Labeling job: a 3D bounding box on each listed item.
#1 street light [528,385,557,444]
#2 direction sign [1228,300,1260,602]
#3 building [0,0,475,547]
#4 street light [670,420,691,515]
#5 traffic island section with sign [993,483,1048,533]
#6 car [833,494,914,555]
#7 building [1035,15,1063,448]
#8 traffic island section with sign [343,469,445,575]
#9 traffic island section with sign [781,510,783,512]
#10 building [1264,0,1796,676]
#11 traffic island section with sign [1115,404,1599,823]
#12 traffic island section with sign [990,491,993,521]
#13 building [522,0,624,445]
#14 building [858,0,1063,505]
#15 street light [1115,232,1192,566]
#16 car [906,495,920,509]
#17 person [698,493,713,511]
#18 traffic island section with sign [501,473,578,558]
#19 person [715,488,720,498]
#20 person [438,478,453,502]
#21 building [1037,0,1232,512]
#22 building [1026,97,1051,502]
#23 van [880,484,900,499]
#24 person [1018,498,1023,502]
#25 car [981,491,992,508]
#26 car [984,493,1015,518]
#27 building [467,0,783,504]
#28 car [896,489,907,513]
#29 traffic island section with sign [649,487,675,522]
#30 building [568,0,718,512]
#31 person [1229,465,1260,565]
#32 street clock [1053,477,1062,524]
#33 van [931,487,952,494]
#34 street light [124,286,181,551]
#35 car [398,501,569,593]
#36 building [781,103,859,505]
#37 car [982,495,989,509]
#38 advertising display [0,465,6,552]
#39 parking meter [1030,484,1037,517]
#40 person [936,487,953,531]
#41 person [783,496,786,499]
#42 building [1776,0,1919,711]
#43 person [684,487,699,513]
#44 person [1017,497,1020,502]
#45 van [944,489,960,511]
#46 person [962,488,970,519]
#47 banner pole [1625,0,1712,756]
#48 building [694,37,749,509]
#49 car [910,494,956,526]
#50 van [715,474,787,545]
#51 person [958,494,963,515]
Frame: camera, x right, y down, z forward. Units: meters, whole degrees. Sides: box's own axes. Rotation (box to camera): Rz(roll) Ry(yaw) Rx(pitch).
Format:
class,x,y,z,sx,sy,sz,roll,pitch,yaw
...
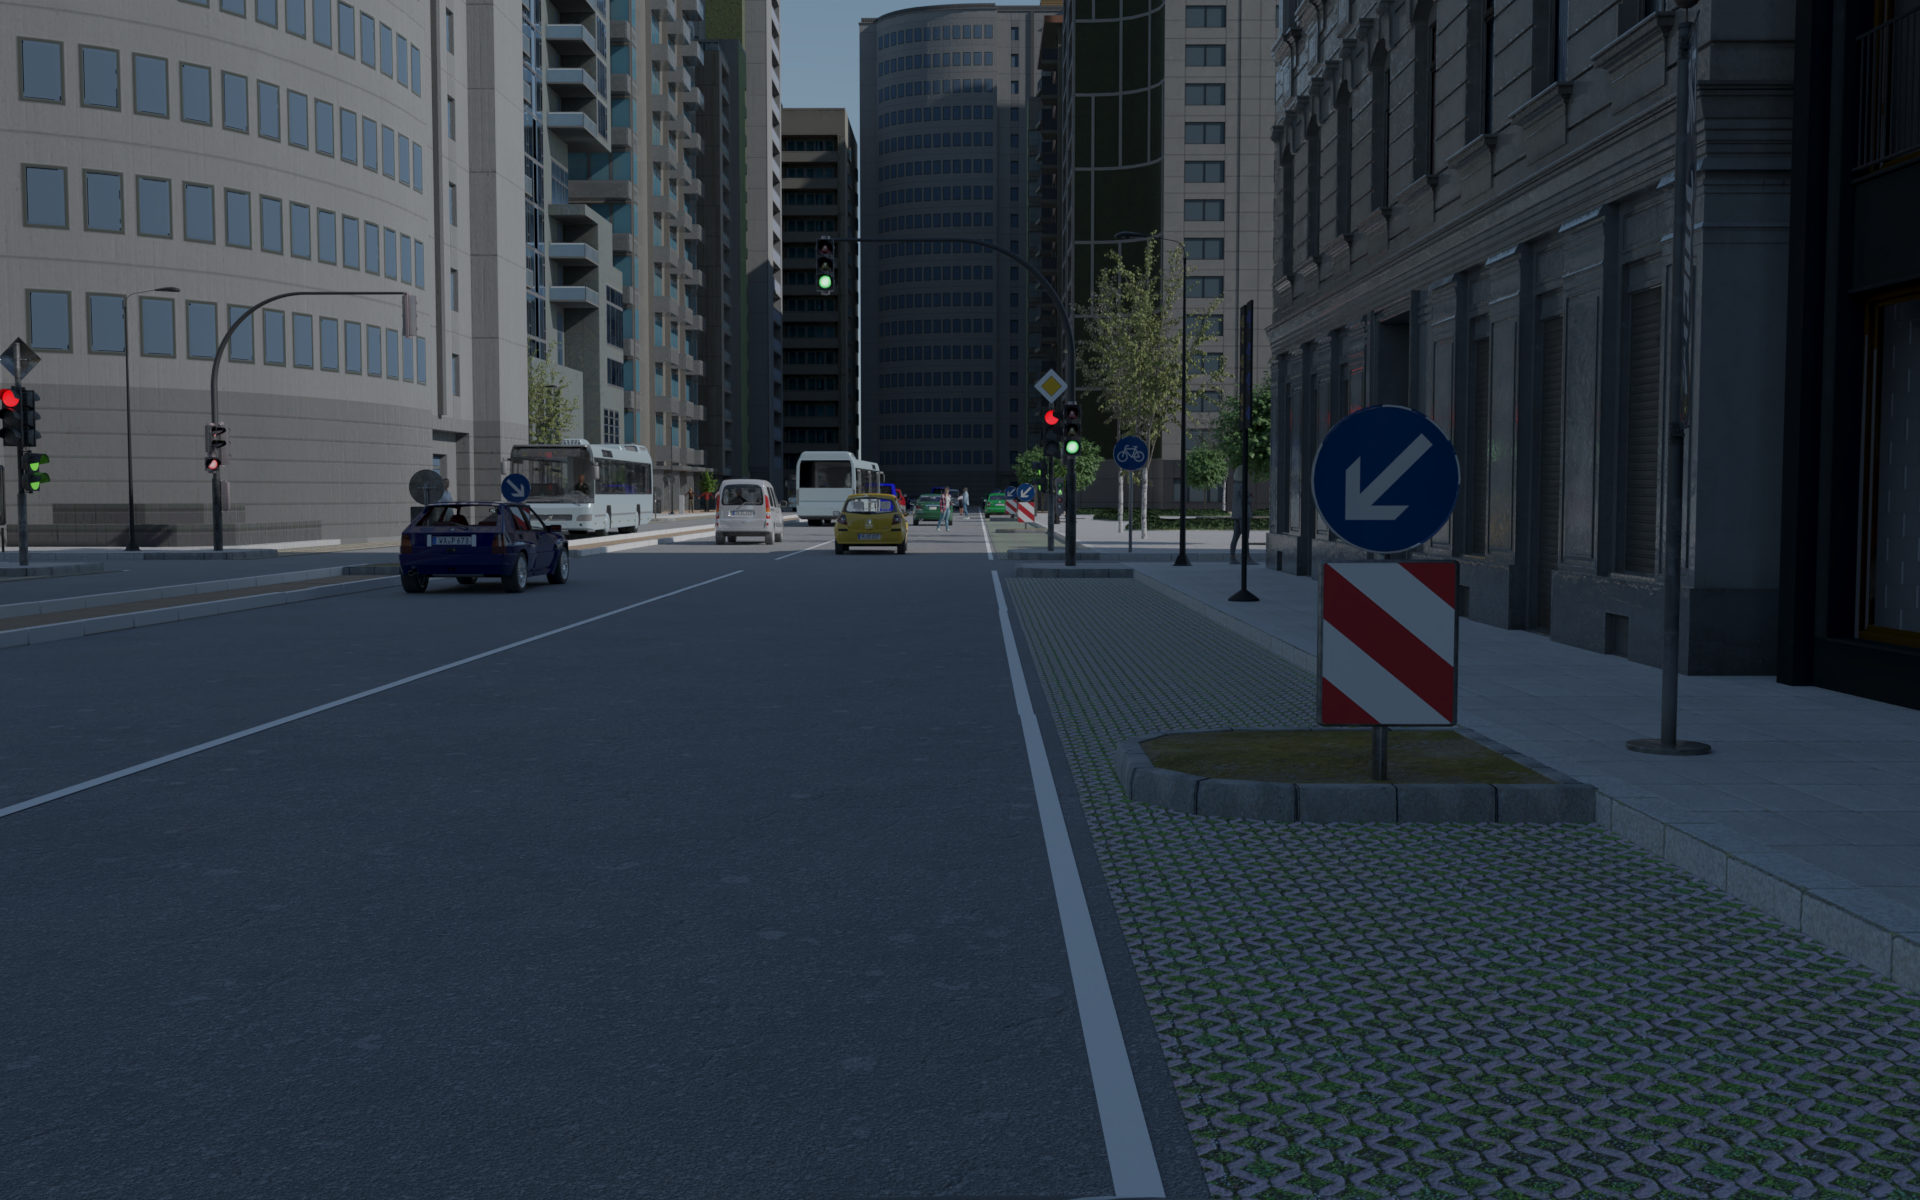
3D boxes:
class,x,y,z,sx,sy,sz,roll,pitch,yaw
street light,-17.797,-6.187,73.702,1.470,5.913,1.316,0,4,1
direction sign,3.408,-1.755,20.691,0.379,3.537,0.876,0,4,1
building,-27.480,-31.206,52.218,21.231,58.520,28.212,0,4,1
street light,-17.535,-8.324,108.640,1.470,5.913,1.316,0,4,1
traffic island section with sign,2.300,-3.371,63.737,1.989,1.847,2.006,0,4,1
car,-2.148,-1.973,42.483,2.015,1.641,3.980,0,4,-1
building,18.179,-30.841,158.875,22.147,44.769,28.867,0,4,1
traffic island section with sign,-9.831,-1.418,31.318,2.006,1.907,1.989,0,4,1
traffic island section with sign,-15.491,-8.131,141.567,1.989,1.847,2.006,0,4,1
building,9.899,-10.476,20.439,9.793,20.994,18.267,0,4,1
traffic island section with sign,1.789,0.011,8.454,1.989,1.847,2.006,0,4,1
traffic island section with sign,2.548,-5.019,90.693,1.989,1.847,2.006,0,4,1
building,-31.006,-47.802,94.230,22.319,86.520,31.000,0,4,1
building,2.306,-40.718,207.744,28.212,58.520,21.231,0,4,1
street light,3.441,-3.565,30.830,1.470,5.913,1.316,0,4,1
car,-4.200,-9.269,164.121,1.945,1.354,3.894,0,4,1
person,-18.437,-7.335,125.912,0.705,1.831,1.348,3,5,44
traffic island section with sign,-9.753,-1.871,38.724,2.006,1.907,1.989,0,4,1
person,-18.032,-7.566,130.450,0.721,1.736,1.217,3,4,38
person,-11.983,-1.924,40.177,0.641,1.798,0.478,3,4,39
building,16.365,-42.463,132.525,20.563,71.187,20.611,0,4,1
building,13.941,-30.458,181.580,14.154,41.232,14.086,0,4,1
van,-4.766,-6.121,104.454,2.240,2.365,5.245,0,4,0
person,5.577,-8.937,155.388,0.991,1.433,0.599,-2,4,-34
car,3.125,-10.146,174.674,1.959,1.807,4.718,0,4,-1
car,2.377,-5.743,102.702,1.959,1.807,4.718,0,4,2
building,-32.767,-38.870,177.525,28.212,58.520,21.231,0,4,1
car,-4.931,-6.998,123.097,2.281,1.827,5.304,0,4,-1
traffic island section with sign,-15.977,-5.019,90.687,1.989,1.847,2.006,0,4,1
building,-31.323,-31.145,128.825,23.786,49.044,30.456,0,4,1
person,5.175,-1.548,31.537,0.526,1.800,0.537,0,4,3
street clock,4.120,-4.218,73.530,0.471,2.002,0.358,-2,4,-32
van,-1.590,-9.239,155.433,2.240,2.365,5.245,0,4,2
street light,-18.137,-4.059,38.902,1.470,5.913,1.316,0,4,1
car,-7.173,-0.848,26.439,1.945,1.354,3.894,0,4,1
building,-23.434,-35.760,208.372,21.600,48.544,21.300,0,4,1
car,3.000,-9.128,161.820,1.945,1.354,3.894,0,4,2
advertising display,-21.471,-2.015,38.163,0.974,1.923,0.123,1,4,14
parking meter,4.155,-5.657,98.195,0.255,1.863,0.399,-3,4,-39
person,-0.576,-3.501,66.581,0.563,1.720,0.643,-3,5,-42
person,-20.061,-11.251,193.177,1.217,1.735,0.721,-1,4,-18
building,11.628,-10.608,3.119,12.332,23.373,15.834,0,4,1
person,-18.487,-6.885,119.130,1.217,1.766,0.721,-2,4,-31
person,6.142,-10.462,177.109,0.705,1.823,1.348,-1,4,-14
van,-0.706,-8.784,150.634,2.013,2.044,4.112,0,4,0
person,0.333,-5.472,98.228,0.793,1.790,0.793,-2,4,-32
banner pole,3.482,-1.121,8.352,0.401,3.779,0.863,1,4,18
building,-26.428,-28.603,151.249,14.154,41.232,14.086,0,4,1
car,-1.252,-4.167,79.931,2.131,1.459,4.920,0,4,-1
van,-6.091,-2.647,50.296,2.013,2.044,4.112,0,4,-1
person,0.115,-6.397,116.272,0.628,1.438,0.799,-2,4,-30
